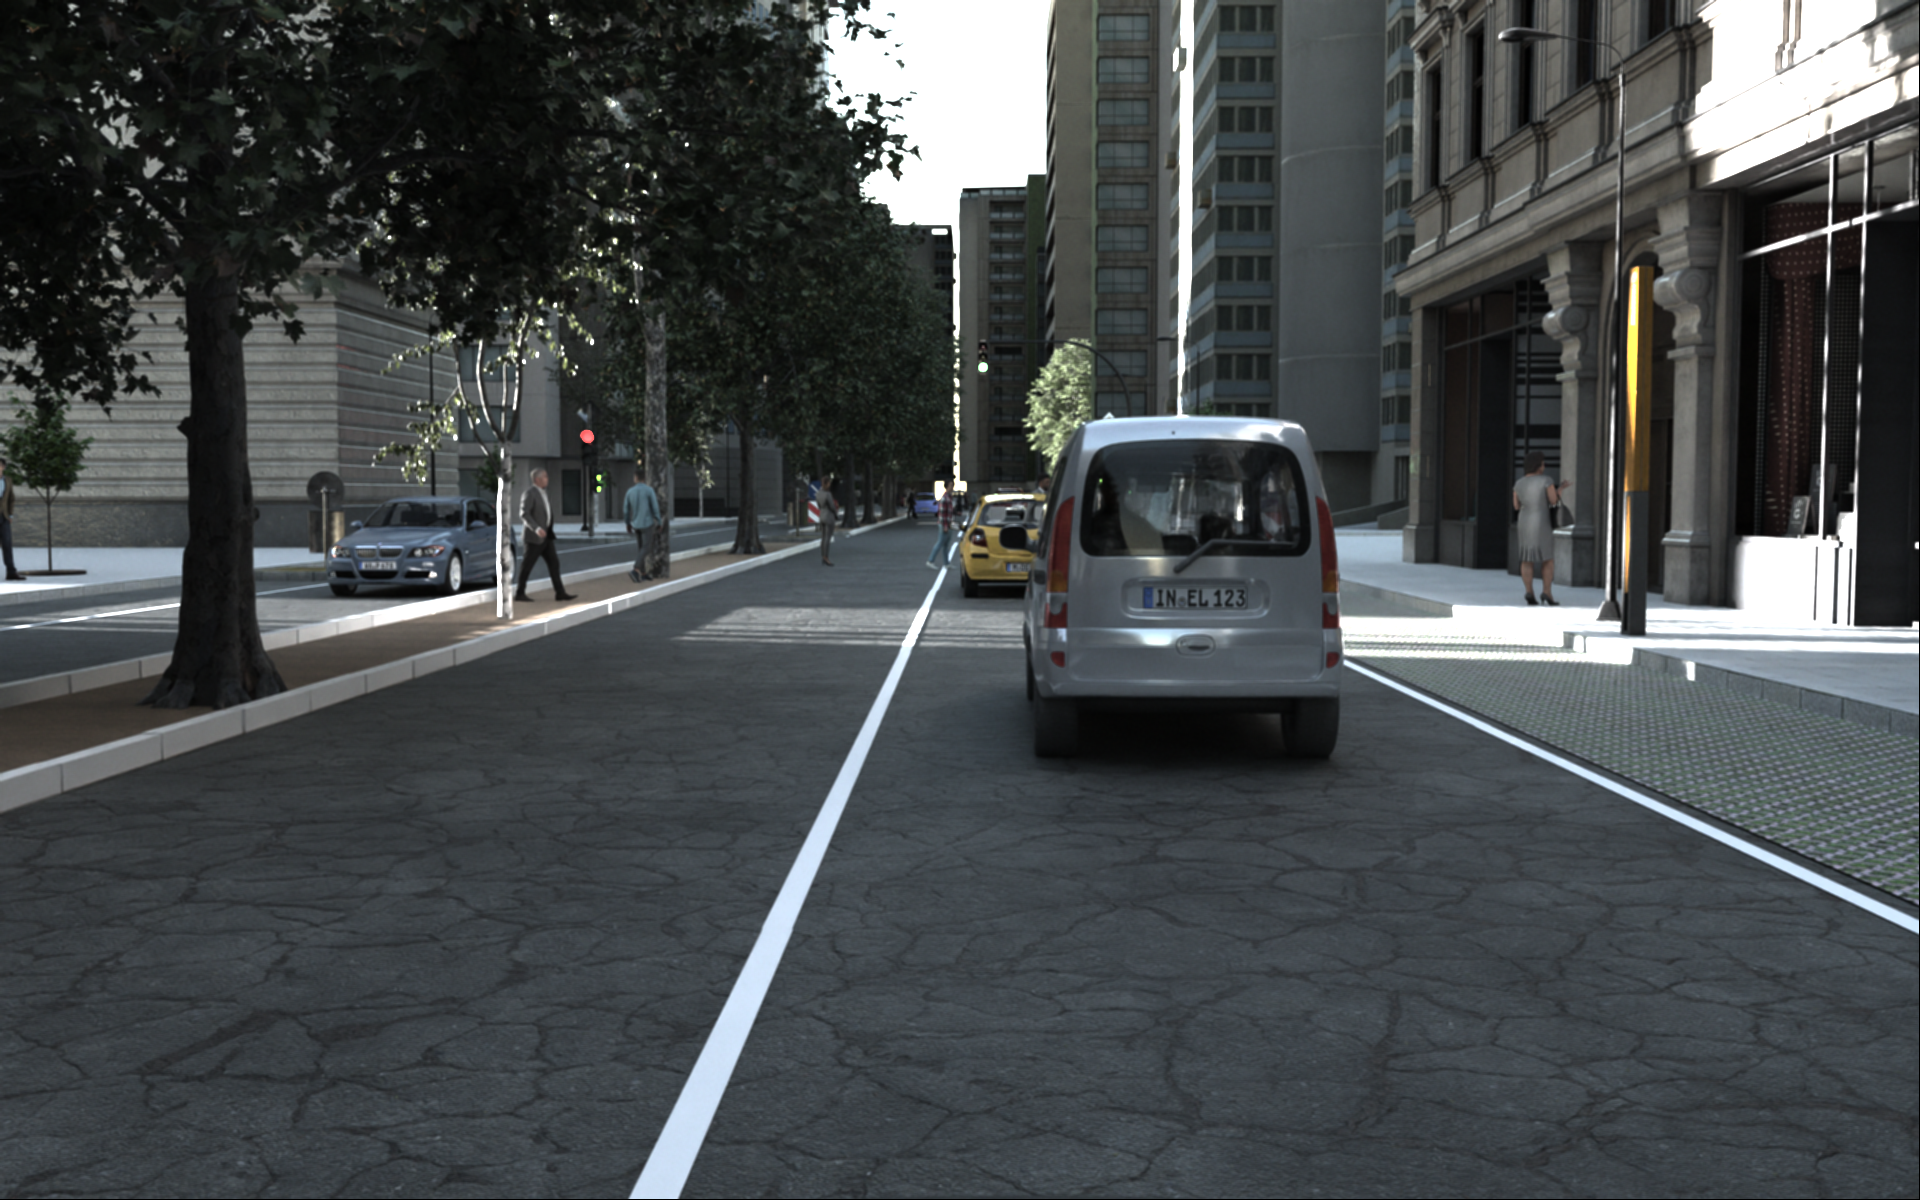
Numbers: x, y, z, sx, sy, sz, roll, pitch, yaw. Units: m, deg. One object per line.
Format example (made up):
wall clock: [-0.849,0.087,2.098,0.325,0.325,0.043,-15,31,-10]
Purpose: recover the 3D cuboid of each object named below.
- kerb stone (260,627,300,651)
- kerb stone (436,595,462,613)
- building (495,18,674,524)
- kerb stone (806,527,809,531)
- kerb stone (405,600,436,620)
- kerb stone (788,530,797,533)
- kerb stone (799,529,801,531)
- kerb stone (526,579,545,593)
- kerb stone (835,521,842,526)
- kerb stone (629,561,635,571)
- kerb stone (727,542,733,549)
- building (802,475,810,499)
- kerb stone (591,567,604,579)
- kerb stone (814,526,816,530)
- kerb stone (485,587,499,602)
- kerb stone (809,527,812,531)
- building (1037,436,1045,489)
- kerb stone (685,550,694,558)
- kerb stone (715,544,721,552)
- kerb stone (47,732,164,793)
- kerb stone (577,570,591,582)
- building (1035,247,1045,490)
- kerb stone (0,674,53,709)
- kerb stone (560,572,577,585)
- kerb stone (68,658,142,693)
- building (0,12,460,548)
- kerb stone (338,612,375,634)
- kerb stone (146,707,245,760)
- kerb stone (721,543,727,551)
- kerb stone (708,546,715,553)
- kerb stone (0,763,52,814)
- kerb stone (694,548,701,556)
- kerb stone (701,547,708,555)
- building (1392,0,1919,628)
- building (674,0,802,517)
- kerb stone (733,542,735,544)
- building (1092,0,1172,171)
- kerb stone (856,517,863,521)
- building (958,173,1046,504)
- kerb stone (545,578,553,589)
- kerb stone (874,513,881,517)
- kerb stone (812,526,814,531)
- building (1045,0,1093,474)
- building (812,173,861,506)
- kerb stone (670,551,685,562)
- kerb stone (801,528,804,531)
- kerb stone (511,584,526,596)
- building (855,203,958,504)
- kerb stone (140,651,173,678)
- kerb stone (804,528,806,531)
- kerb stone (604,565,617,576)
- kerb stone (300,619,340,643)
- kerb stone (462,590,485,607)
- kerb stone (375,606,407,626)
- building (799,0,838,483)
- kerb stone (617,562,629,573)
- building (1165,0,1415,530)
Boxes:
kerb stone: [-6.363,0.382,15.953,0.120,0.150,1.000,0,4,1]
kerb stone: [-6.305,0.068,21.091,0.120,0.150,1.000,0,4,1]
building: [-21.267,-24.112,77.828,14.154,41.232,14.086,0,4,1]
kerb stone: [-5.834,-2.596,64.668,0.120,0.150,1.000,0,4,1]
kerb stone: [-6.321,0.131,20.061,0.120,0.150,1.000,0,4,1]
kerb stone: [-5.885,-2.347,60.571,0.120,0.150,1.000,0,4,1]
kerb stone: [-5.873,-2.410,61.596,0.120,0.150,1.000,0,4,1]
kerb stone: [-6.264,-0.182,25.182,0.120,0.150,1.000,0,4,1]
kerb stone: [-5.659,-3.598,81.091,0.120,0.150,1.000,0,4,1]
kerb stone: [-6.185,-0.616,32.356,0.120,0.150,1.000,0,4,1]
kerb stone: [-6.059,-1.373,44.643,0.120,0.150,1.000,0,4,1]
building: [-20.154,-22.688,142.658,14.160,30.474,14.107,0,4,1]
kerb stone: [-6.223,-0.433,29.282,0.120,0.150,1.000,0,4,1]
kerb stone: [-5.802,-2.786,67.746,0.120,0.150,1.000,0,4,1]
kerb stone: [-6.288,-0.058,23.138,0.120,0.150,1.000,0,4,1]
kerb stone: [-5.832,-2.660,65.690,0.120,0.150,1.000,0,4,1]
building: [19.706,-52.950,178.408,22.319,86.520,31.000,0,4,1]
kerb stone: [-6.120,-0.997,38.502,0.120,0.150,1.000,0,4,1]
kerb stone: [-6.085,-1.248,42.599,0.120,0.150,1.000,0,4,1]
kerb stone: [-4.343,0.825,8.778,0.120,0.150,1.000,0,4,1]
kerb stone: [-6.233,-0.371,28.256,0.120,0.150,1.000,0,4,1]
building: [15.828,-26.392,203.213,14.160,30.474,14.107,0,4,1]
kerb stone: [-6.411,0.634,11.834,0.120,0.150,1.000,0,4,1]
kerb stone: [-6.246,-0.308,27.228,0.120,0.150,1.000,0,4,1]
kerb stone: [-6.400,0.574,12.868,0.120,0.150,1.000,0,4,1]
building: [-23.933,-13.253,45.560,19.941,23.489,11.050,0,4,1]
kerb stone: [-6.347,0.258,18.015,0.120,0.150,1.000,0,4,1]
kerb stone: [-4.334,0.758,9.799,0.120,0.150,1.000,0,4,1]
kerb stone: [-6.069,-1.305,43.621,0.120,0.150,1.000,0,4,1]
kerb stone: [-6.082,-1.184,41.577,0.120,0.150,1.000,0,4,1]
kerb stone: [-4.351,0.883,7.755,0.120,0.150,1.000,0,4,1]
kerb stone: [-6.119,-1.060,39.525,0.120,0.150,1.000,0,4,1]
kerb stone: [-6.101,-1.119,40.551,0.120,0.150,1.000,0,4,1]
building: [12.801,-11.002,30.799,10.553,20.767,40.483,0,4,1]
building: [-21.787,-34.520,106.402,21.231,58.520,28.212,0,4,1]
kerb stone: [-6.041,-1.436,45.666,0.120,0.150,1.000,0,4,1]
building: [15.422,-26.197,111.908,14.154,41.232,14.086,0,4,1]
kerb stone: [-5.506,-4.476,95.440,0.120,0.150,1.000,0,4,1]
building: [6.756,-33.016,223.412,14.086,41.232,14.154,0,4,1]
kerb stone: [-6.252,-0.241,26.206,0.120,0.150,1.000,0,4,1]
kerb stone: [-5.327,-5.482,111.847,0.120,0.150,1.000,0,4,1]
kerb stone: [-5.813,-2.723,66.718,0.120,0.150,1.000,0,4,1]
building: [18.570,-32.345,152.548,21.300,48.544,21.600,0,4,1]
building: [-18.795,-31.769,203.014,14.086,41.232,14.154,0,4,1]
kerb stone: [-6.143,-0.934,37.471,0.120,0.150,1.000,0,4,1]
kerb stone: [-5.857,-2.472,62.620,0.120,0.150,1.000,0,4,1]
kerb stone: [-6.275,-0.120,24.160,0.120,0.150,1.000,0,4,1]
building: [-12.418,-33.156,233.973,23.993,40.220,32.217,0,4,1]
kerb stone: [-6.386,0.511,13.894,0.120,0.150,1.000,0,4,1]
kerb stone: [-5.849,-2.534,63.643,0.120,0.150,1.000,0,4,1]
kerb stone: [-6.214,-0.495,30.304,0.120,0.150,1.000,0,4,1]
kerb stone: [-6.354,0.323,16.987,0.120,0.150,1.000,0,4,1]
kerb stone: [-6.296,0.005,22.113,0.120,0.150,1.000,0,4,1]
kerb stone: [-6.336,0.194,19.039,0.120,0.150,1.000,0,4,1]
building: [-26.444,-35.081,162.809,28.713,52.752,27.495,0,4,1]
kerb stone: [-6.192,-0.558,31.325,0.120,0.150,1.000,0,4,1]
building: [22.004,-23.519,76.412,23.993,40.220,32.217,0,4,1]
